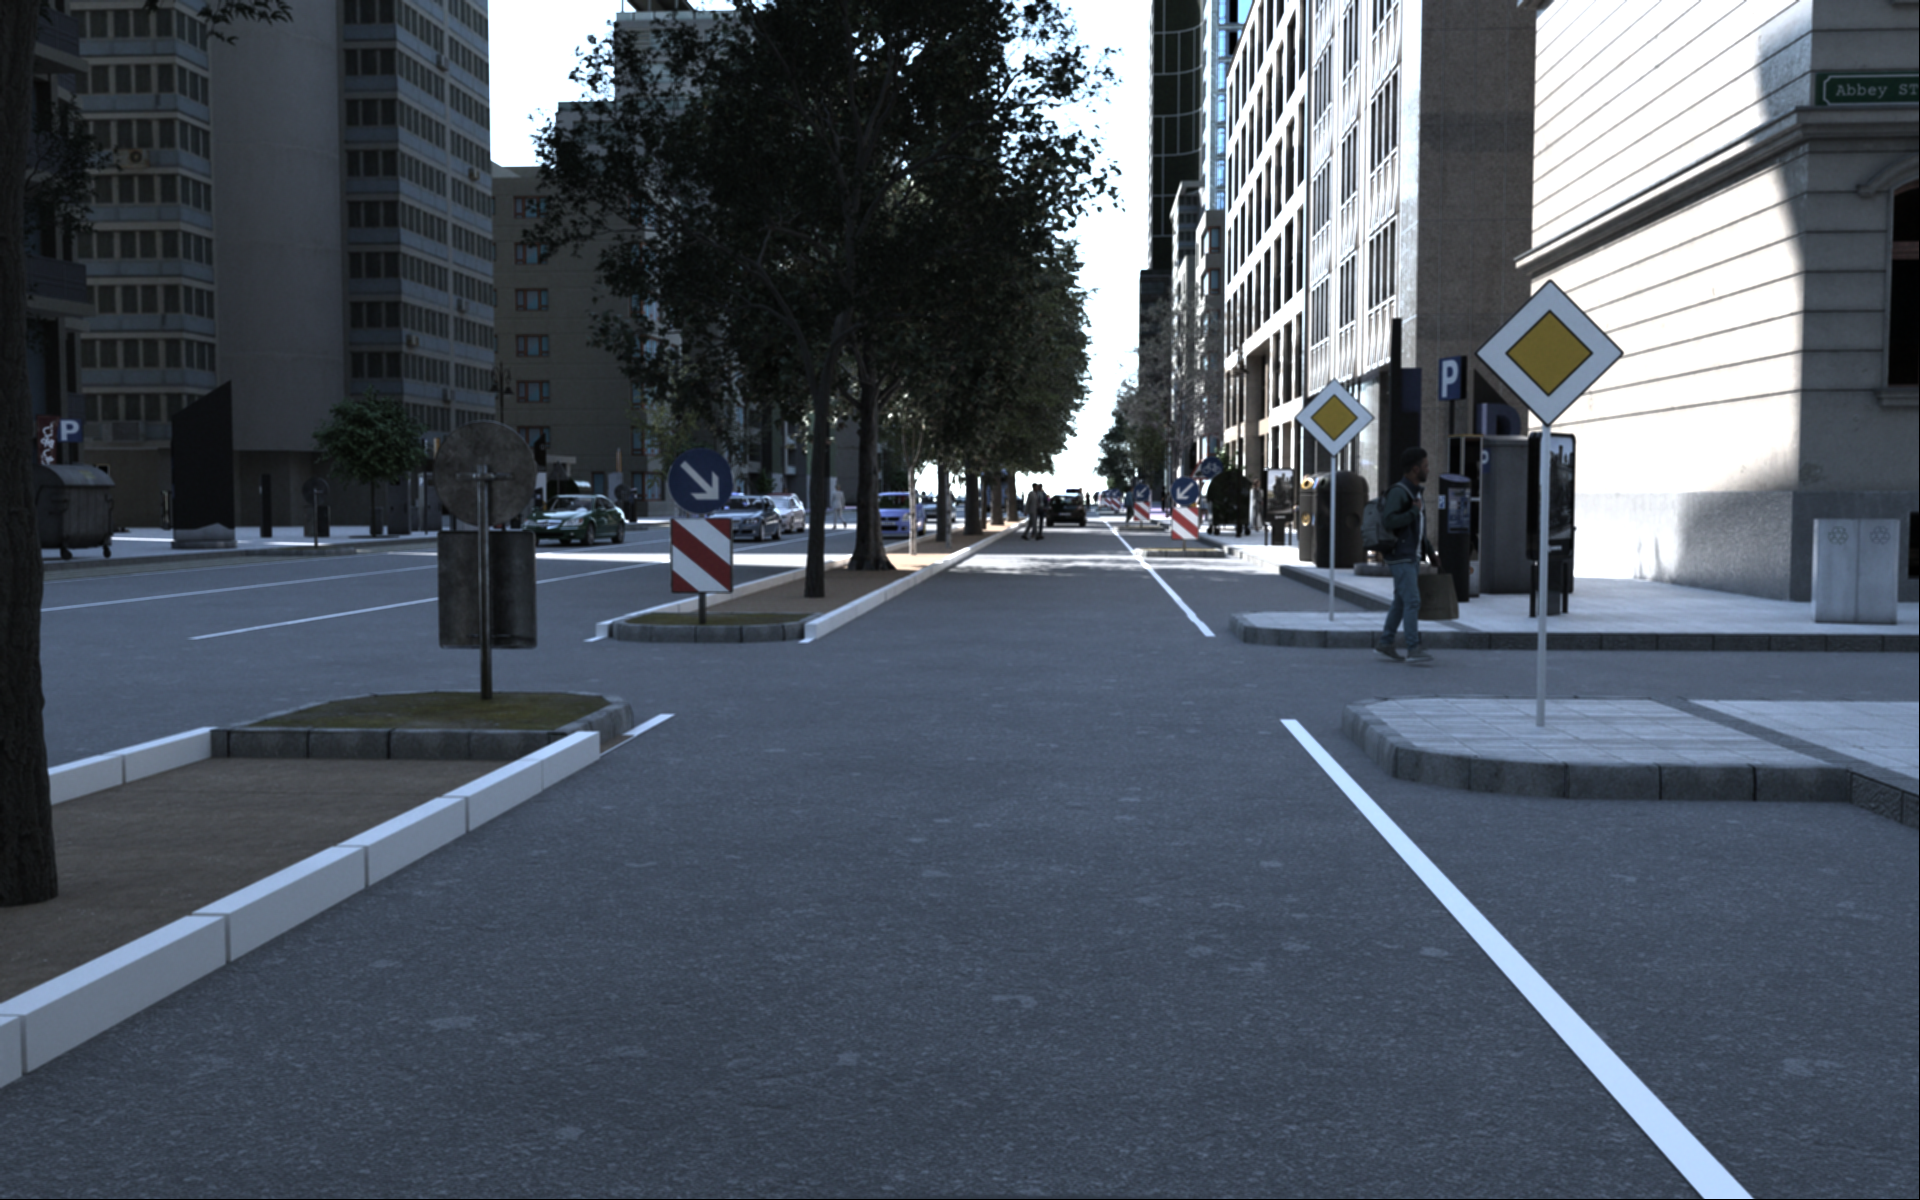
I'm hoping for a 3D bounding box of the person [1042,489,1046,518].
[{"bbox_3d":[5.088,-5.847,104.822,1.217,1.743,0.721,-2,4,-26],"label":"person"}]

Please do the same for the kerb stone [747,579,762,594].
[{"bbox_3d":[-3.039,-0.167,24.931,0.120,0.150,1.000,0,4,4],"label":"kerb stone"}]

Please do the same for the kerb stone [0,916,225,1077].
[{"bbox_3d":[-2.333,1.069,4.783,0.120,0.150,1.000,0,4,4],"label":"kerb stone"}]

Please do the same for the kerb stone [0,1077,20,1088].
[{"bbox_3d":[-2.402,1.127,3.763,0.120,0.150,1.000,0,4,4],"label":"kerb stone"}]

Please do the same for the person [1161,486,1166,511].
[{"bbox_3d":[15.208,-7.543,129.008,0.705,1.869,1.348,-1,4,-9],"label":"person"}]

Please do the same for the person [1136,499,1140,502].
[{"bbox_3d":[15.189,-8.660,147.264,1.348,1.869,0.705,1,4,17],"label":"person"}]

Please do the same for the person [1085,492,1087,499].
[{"bbox_3d":[17.668,-14.198,241.351,0.721,1.743,1.217,0,4,-3],"label":"person"}]

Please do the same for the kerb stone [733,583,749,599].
[{"bbox_3d":[-3.107,-0.103,23.908,0.120,0.150,1.000,0,4,4],"label":"kerb stone"}]

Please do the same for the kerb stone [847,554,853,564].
[{"bbox_3d":[-2.327,-0.792,35.144,0.120,0.150,1.000,0,4,4],"label":"kerb stone"}]

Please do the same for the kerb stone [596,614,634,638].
[{"bbox_3d":[-3.538,0.283,17.767,0.120,0.150,1.000,0,4,4],"label":"kerb stone"}]

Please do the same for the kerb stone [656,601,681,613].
[{"bbox_3d":[-3.400,0.146,19.817,0.120,0.150,1.000,0,4,4],"label":"kerb stone"}]

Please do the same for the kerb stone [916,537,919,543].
[{"bbox_3d":[-1.341,-1.666,49.473,0.120,0.150,1.000,0,4,4],"label":"kerb stone"}]

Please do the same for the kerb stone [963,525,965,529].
[{"bbox_3d":[0.007,-2.857,68.904,0.120,0.150,1.000,0,4,4],"label":"kerb stone"}]

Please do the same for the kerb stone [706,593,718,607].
[{"bbox_3d":[-3.248,0.025,21.860,0.120,0.150,1.000,0,4,4],"label":"kerb stone"}]

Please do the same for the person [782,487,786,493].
[{"bbox_3d":[-10.124,-5.584,99.812,1.348,1.822,0.705,-1,4,-19],"label":"person"}]

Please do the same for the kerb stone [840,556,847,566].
[{"bbox_3d":[-2.407,-0.730,34.124,0.120,0.150,1.000,0,4,4],"label":"kerb stone"}]

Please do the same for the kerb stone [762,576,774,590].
[{"bbox_3d":[-2.969,-0.229,25.955,0.120,0.150,1.000,0,4,4],"label":"kerb stone"}]

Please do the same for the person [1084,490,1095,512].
[{"bbox_3d":[10.550,-8.105,141.733,1.217,1.735,0.721,-3,4,-36],"label":"person"}]

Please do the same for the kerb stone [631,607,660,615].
[{"bbox_3d":[-3.459,0.208,18.788,0.120,0.150,1.000,0,4,4],"label":"kerb stone"}]

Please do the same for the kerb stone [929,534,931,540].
[{"bbox_3d":[-1.066,-1.916,53.561,0.120,0.150,1.000,0,4,4],"label":"kerb stone"}]

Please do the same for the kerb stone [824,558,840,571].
[{"bbox_3d":[-2.472,-0.663,33.102,0.120,0.150,1.000,0,4,4],"label":"kerb stone"}]

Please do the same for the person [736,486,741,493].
[{"bbox_3d":[-13.257,-6.002,104.699,0.721,1.766,1.217,-3,4,-38],"label":"person"}]

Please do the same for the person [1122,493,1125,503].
[{"bbox_3d":[22.843,-14.381,241.973,0.445,1.727,0.742,3,5,44],"label":"person"}]

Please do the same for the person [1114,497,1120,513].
[{"bbox_3d":[12.027,-7.573,132.980,0.621,1.740,0.551,-2,4,-25],"label":"person"}]

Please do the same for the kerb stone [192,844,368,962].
[{"bbox_3d":[-2.259,1.003,5.803,0.120,0.150,1.000,0,4,4],"label":"kerb stone"}]

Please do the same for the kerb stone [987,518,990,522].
[{"bbox_3d":[1.572,-4.231,91.383,0.120,0.150,1.000,0,4,4],"label":"kerb stone"}]

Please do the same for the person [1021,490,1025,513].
[{"bbox_3d":[4.893,-7.540,132.579,0.445,1.727,0.742,-2,4,-31],"label":"person"}]

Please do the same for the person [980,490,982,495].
[{"bbox_3d":[1.597,-6.176,110.205,0.721,1.743,1.217,0,4,-1],"label":"person"}]

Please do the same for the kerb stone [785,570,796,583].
[{"bbox_3d":[-2.829,-0.355,27.994,0.120,0.150,1.000,0,4,4],"label":"kerb stone"}]

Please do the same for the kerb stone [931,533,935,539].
[{"bbox_3d":[-0.984,-1.981,54.579,0.120,0.150,1.000,0,4,4],"label":"kerb stone"}]

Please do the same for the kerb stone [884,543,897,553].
[{"bbox_3d":[-1.761,-1.293,43.333,0.120,0.150,1.000,0,4,4],"label":"kerb stone"}]

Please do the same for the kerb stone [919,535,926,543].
[{"bbox_3d":[-1.192,-1.793,51.512,0.120,0.150,1.000,0,4,4],"label":"kerb stone"}]

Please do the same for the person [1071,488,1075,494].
[{"bbox_3d":[8.566,-7.543,131.453,0.705,1.869,1.348,-1,4,-17],"label":"person"}]

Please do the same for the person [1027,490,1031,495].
[{"bbox_3d":[6.236,-8.845,153.558,0.568,1.767,0.683,-1,4,-20],"label":"person"}]

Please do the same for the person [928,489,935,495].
[{"bbox_3d":[-2.280,-7.891,137.501,1.348,1.826,0.705,0,4,-2],"label":"person"}]

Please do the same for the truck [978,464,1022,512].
[{"bbox_3d":[3.481,-9.407,143.567,2.967,4.110,18.799,0,4,5],"label":"truck"}]

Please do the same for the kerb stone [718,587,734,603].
[{"bbox_3d":[-3.181,-0.039,22.880,0.120,0.150,1.000,0,4,4],"label":"kerb stone"}]

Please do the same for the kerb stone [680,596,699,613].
[{"bbox_3d":[-3.318,0.084,20.836,0.120,0.150,1.000,0,4,4],"label":"kerb stone"}]

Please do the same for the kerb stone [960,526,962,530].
[{"bbox_3d":[-0.133,-2.731,66.854,0.120,0.150,1.000,0,4,4],"label":"kerb stone"}]

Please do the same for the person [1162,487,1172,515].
[{"bbox_3d":[12.682,-5.976,103.773,0.705,1.821,1.348,-3,5,-43],"label":"person"}]

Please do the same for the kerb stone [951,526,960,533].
[{"bbox_3d":[-0.204,-2.662,65.834,0.120,0.150,1.000,0,4,4],"label":"kerb stone"}]

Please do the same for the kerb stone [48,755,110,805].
[{"bbox_3d":[-4.208,0.868,8.010,0.120,0.150,1.000,0,4,4],"label":"kerb stone"}]

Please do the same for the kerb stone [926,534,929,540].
[{"bbox_3d":[-1.126,-1.856,52.540,0.120,0.150,1.000,0,4,4],"label":"kerb stone"}]

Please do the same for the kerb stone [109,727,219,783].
[{"bbox_3d":[-4.135,0.805,9.031,0.120,0.150,1.000,0,4,4],"label":"kerb stone"}]

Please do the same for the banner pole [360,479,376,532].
[{"bbox_3d":[-20.102,-4.214,58.911,0.863,3.779,0.401,2,4,25],"label":"banner pole"}]

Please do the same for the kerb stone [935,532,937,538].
[{"bbox_3d":[-0.917,-2.039,55.606,0.120,0.150,1.000,0,4,4],"label":"kerb stone"}]

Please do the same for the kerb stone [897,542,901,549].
[{"bbox_3d":[-1.692,-1.355,44.355,0.120,0.150,1.000,0,4,4],"label":"kerb stone"}]

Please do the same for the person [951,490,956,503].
[{"bbox_3d":[-0.551,-7.425,130.448,0.434,1.755,0.990,2,4,35],"label":"person"}]

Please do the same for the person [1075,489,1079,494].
[{"bbox_3d":[10.442,-8.901,153.660,0.705,1.869,1.348,-3,5,-42],"label":"person"}]

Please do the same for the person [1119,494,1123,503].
[{"bbox_3d":[19.471,-12.420,208.982,0.599,1.838,0.709,-2,4,-34],"label":"person"}]

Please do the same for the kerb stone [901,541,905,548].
[{"bbox_3d":[-1.622,-1.418,45.382,0.120,0.150,1.000,0,4,4],"label":"kerb stone"}]

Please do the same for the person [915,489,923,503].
[{"bbox_3d":[-2.707,-5.995,107.246,1.217,1.736,0.721,1,4,22],"label":"person"}]

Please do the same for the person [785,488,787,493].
[{"bbox_3d":[-11.692,-6.728,116.853,0.445,1.727,0.742,-1,4,-22],"label":"person"}]

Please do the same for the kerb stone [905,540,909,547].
[{"bbox_3d":[-1.555,-1.473,46.408,0.120,0.150,1.000,0,4,4],"label":"kerb stone"}]

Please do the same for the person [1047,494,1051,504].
[{"bbox_3d":[4.797,-5.096,95.041,0.599,1.433,0.991,2,4,31],"label":"person"}]

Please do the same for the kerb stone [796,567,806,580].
[{"bbox_3d":[-2.752,-0.417,29.013,0.120,0.150,1.000,0,4,4],"label":"kerb stone"}]

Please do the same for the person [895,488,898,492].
[{"bbox_3d":[-4.891,-7.629,132.860,0.705,1.869,1.348,-1,4,-16],"label":"person"}]

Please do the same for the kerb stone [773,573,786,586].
[{"bbox_3d":[-2.899,-0.292,26.975,0.120,0.150,1.000,0,4,4],"label":"kerb stone"}]

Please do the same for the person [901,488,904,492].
[{"bbox_3d":[-3.622,-6.234,110.357,0.705,1.831,1.348,3,4,37],"label":"person"}]

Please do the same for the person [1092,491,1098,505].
[{"bbox_3d":[16.184,-12.126,207.315,0.990,1.755,0.434,3,5,39],"label":"person"}]
